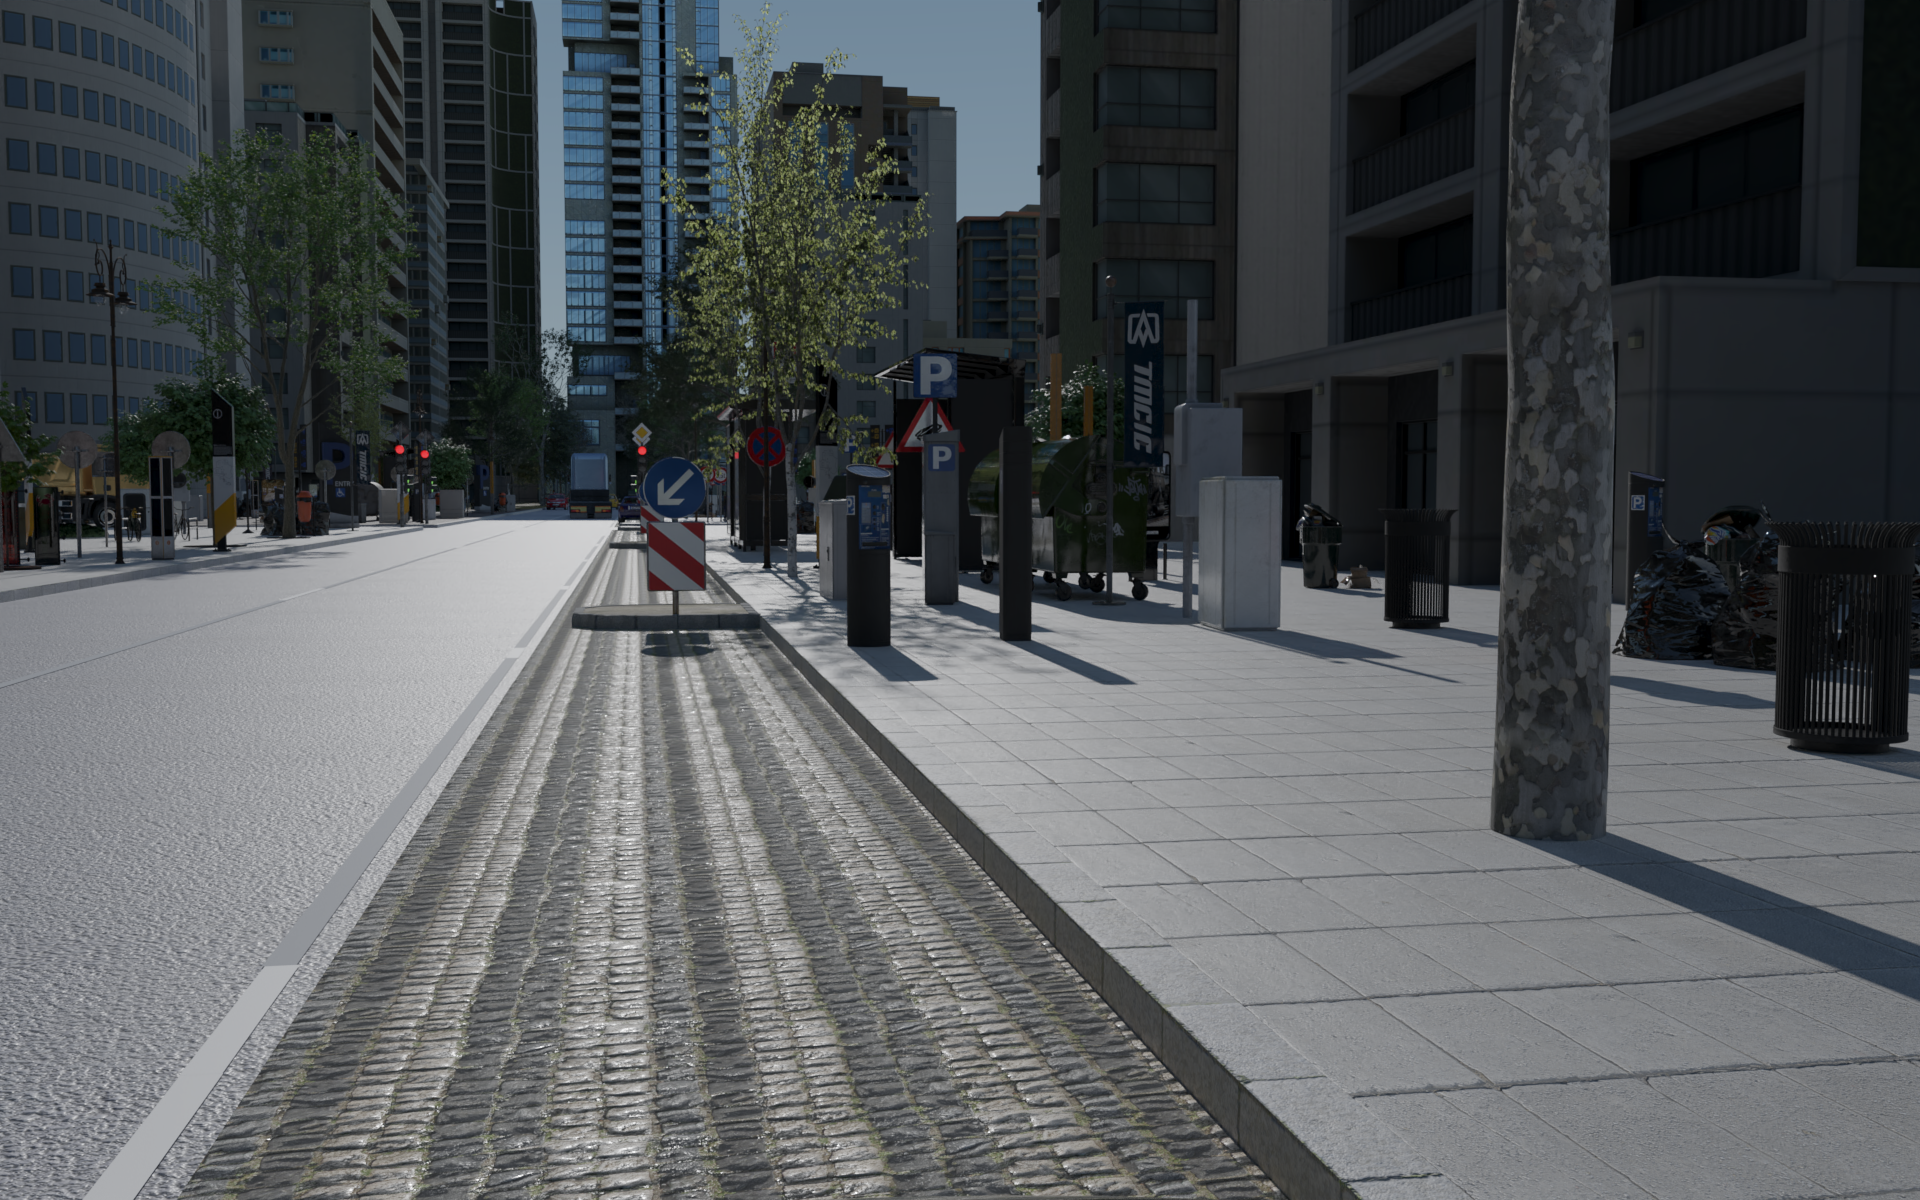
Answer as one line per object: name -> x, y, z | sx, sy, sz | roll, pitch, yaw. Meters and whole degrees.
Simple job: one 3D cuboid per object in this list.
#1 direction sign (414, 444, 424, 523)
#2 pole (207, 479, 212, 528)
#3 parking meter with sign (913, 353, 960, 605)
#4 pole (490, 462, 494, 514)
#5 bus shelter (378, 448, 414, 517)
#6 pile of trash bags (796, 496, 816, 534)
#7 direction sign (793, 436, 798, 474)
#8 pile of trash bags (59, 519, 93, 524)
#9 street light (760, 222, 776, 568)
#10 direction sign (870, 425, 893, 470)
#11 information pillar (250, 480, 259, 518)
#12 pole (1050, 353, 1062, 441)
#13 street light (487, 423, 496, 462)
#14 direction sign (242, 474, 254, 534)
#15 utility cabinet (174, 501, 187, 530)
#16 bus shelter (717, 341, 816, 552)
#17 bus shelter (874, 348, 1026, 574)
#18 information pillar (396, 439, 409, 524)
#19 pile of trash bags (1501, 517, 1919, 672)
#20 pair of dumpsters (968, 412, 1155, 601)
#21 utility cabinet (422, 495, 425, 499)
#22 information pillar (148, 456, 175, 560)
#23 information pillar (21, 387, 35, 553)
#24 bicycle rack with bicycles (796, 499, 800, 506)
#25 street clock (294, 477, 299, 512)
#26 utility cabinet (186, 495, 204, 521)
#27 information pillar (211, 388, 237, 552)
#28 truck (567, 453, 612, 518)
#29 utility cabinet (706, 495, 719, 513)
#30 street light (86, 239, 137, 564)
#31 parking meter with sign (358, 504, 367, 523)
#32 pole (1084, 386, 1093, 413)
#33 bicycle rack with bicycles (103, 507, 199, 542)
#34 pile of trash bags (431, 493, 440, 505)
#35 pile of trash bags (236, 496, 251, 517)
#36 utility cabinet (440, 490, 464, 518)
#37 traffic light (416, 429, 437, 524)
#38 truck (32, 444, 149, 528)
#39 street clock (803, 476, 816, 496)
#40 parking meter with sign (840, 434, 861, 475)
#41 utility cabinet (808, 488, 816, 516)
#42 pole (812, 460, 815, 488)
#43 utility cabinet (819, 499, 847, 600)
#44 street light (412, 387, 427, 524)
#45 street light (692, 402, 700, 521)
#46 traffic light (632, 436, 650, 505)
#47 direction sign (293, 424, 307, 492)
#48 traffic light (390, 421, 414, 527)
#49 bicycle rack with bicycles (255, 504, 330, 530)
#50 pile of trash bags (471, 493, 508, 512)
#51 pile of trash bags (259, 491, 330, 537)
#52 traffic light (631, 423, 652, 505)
direction sign -> -24.344, -5.257, 77.953 | 0.379, 3.537, 0.876 | 1, 4, 9
pole -> -28.076, -4.339, 64.780 | 0.158, 3.312, 0.155 | 0, 3, 0
parking meter with sign -> -0.260, -1.498, 20.753 | 0.543, 3.016, 1.738 | 0, 4, -3
pole -> -29.382, -7.026, 108.724 | 0.158, 3.312, 0.155 | 0, 3, 0
bus shelter -> -29.111, -6.078, 90.652 | 1.731, 3.624, 6.357 | -1, 4, -11
pile of trash bags -> -5.655, -2.835, 56.109 | 1.912, 1.369, 3.447 | 0, 4, 6
direction sign -> -6.775, -4.627, 67.651 | 0.876, 3.537, 0.379 | -1, 4, -13
pile of trash bags -> -39.259, -3.976, 74.762 | 3.447, 1.369, 1.912 | 1, 4, 10
street light -> -3.335, -3.484, 29.752 | 0.468, 5.910, 1.993 | -1, 4, -11
direction sign -> -2.530, -3.950, 56.574 | 0.876, 3.537, 0.379 | 1, 4, 23
information pillar -> -37.083, -5.295, 91.068 | 0.304, 2.012, 0.304 | -3, 5, -43
pole -> 1.394, -1.920, 25.230 | 0.158, 3.312, 0.155 | 0, 3, 0
street light -> -30.623, -8.598, 113.372 | 0.468, 5.910, 1.993 | -1, 4, -11
direction sign -> -23.222, -3.939, 56.401 | 0.379, 3.537, 0.876 | -2, 4, -29
utility cabinet -> -27.734, -3.206, 61.098 | 0.318, 1.500, 1.173 | 0, 4, 2
bus shelter -> -4.809, -3.974, 42.607 | 2.179, 5.291, 8.768 | -1, 4, -10
bus shelter -> -0.261, -2.430, 31.013 | 1.731, 3.624, 6.357 | -1, 4, -11
information pillar -> -23.695, -5.030, 73.590 | 0.504, 3.616, 0.183 | -3, 5, -39
pile of trash bags -> 5.748, -0.213, 13.228 | 3.447, 1.369, 1.912 | -1, 4, -13
pair of dumpsters -> 1.275, -1.236, 22.704 | 1.574, 2.255, 4.437 | -1, 4, -10
utility cabinet -> -42.714, -7.759, 138.015 | 0.306, 1.237, 1.020 | 0, 4, -3
information pillar -> -15.511, -1.783, 33.650 | 0.304, 2.012, 0.304 | 1, 4, 17
information pillar -> -20.347, -2.841, 37.807 | 0.183, 3.616, 0.504 | -3, 4, -38
bicycle rack with bicycles -> -12.175, -6.831, 125.061 | 2.925, 0.926, 2.852 | 3, 5, 39
street clock -> -28.203, -4.216, 73.505 | 0.358, 2.002, 0.471 | 2, 4, 30
utility cabinet -> -36.219, -4.313, 81.681 | 1.020, 1.237, 0.306 | 1, 4, 11
information pillar -> -16.351, -2.881, 38.457 | 0.504, 3.616, 0.183 | 0, 4, 6
truck -> -23.292, -7.293, 108.997 | 2.967, 4.110, 18.799 | -1, 4, -12
utility cabinet -> -15.651, -6.021, 109.602 | 0.306, 1.237, 1.020 | 2, 4, 24
street light -> -15.418, -3.598, 31.610 | 0.468, 5.910, 1.993 | -1, 4, -11
parking meter with sign -> -26.736, -4.866, 75.821 | 0.543, 3.016, 1.738 | 1, 4, 20
pole -> 2.422, -2.381, 32.771 | 0.158, 3.312, 0.155 | 0, 3, 0
bicycle rack with bicycles -> -22.113, -2.081, 47.398 | 2.852, 0.926, 2.925 | -1, 4, -16
pile of trash bags -> -40.171, -7.411, 130.927 | 3.447, 1.369, 1.912 | 3, 5, 41
pile of trash bags -> -40.223, -5.278, 96.048 | 1.912, 1.369, 3.447 | 1, 4, 10
utility cabinet -> -26.722, -5.043, 91.139 | 1.173, 1.500, 0.318 | 0, 4, -2
traffic light -> -22.884, -5.221, 74.288 | 0.839, 4.253, 0.868 | -1, 4, -11
truck -> -35.019, -4.364, 67.274 | 9.791, 3.379, 3.469 | -1, 4, -10
street clock -> -5.944, -3.913, 68.544 | 0.471, 2.002, 0.358 | 1, 4, 17
parking meter with sign -> -3.201, -3.254, 49.461 | 0.543, 3.016, 1.738 | 0, 4, 3
utility cabinet -> -4.923, -3.330, 63.119 | 1.173, 1.500, 0.318 | 1, 4, 18
pole -> -8.695, -6.677, 103.012 | 0.158, 3.312, 0.155 | 0, 3, 0
utility cabinet -> -1.526, -0.625, 21.376 | 0.306, 1.237, 1.020 | -1, 4, -14
street light -> -23.419, -6.264, 75.211 | 0.468, 5.910, 1.993 | -1, 4, -11
street light -> -10.390, -5.829, 68.093 | 0.468, 5.910, 1.993 | -1, 4, -11
traffic light -> -13.980, -5.324, 75.966 | 0.839, 4.253, 0.868 | -1, 4, -11
direction sign -> -21.537, -3.945, 56.495 | 0.876, 3.537, 0.379 | 3, 5, 39
traffic light -> -21.412, -4.741, 66.439 | 0.839, 4.253, 0.868 | -1, 4, -11
bicycle rack with bicycles -> -23.743, -2.935, 61.364 | 2.852, 0.926, 2.925 | -2, 4, -30
pile of trash bags -> -33.928, -7.141, 126.502 | 1.912, 1.369, 3.447 | -3, 4, -36
pile of trash bags -> -20.411, -2.670, 53.413 | 1.912, 1.369, 3.447 | -2, 4, -29
traffic light -> -12.509, -4.844, 68.118 | 0.839, 4.253, 0.868 | -1, 4, -11
